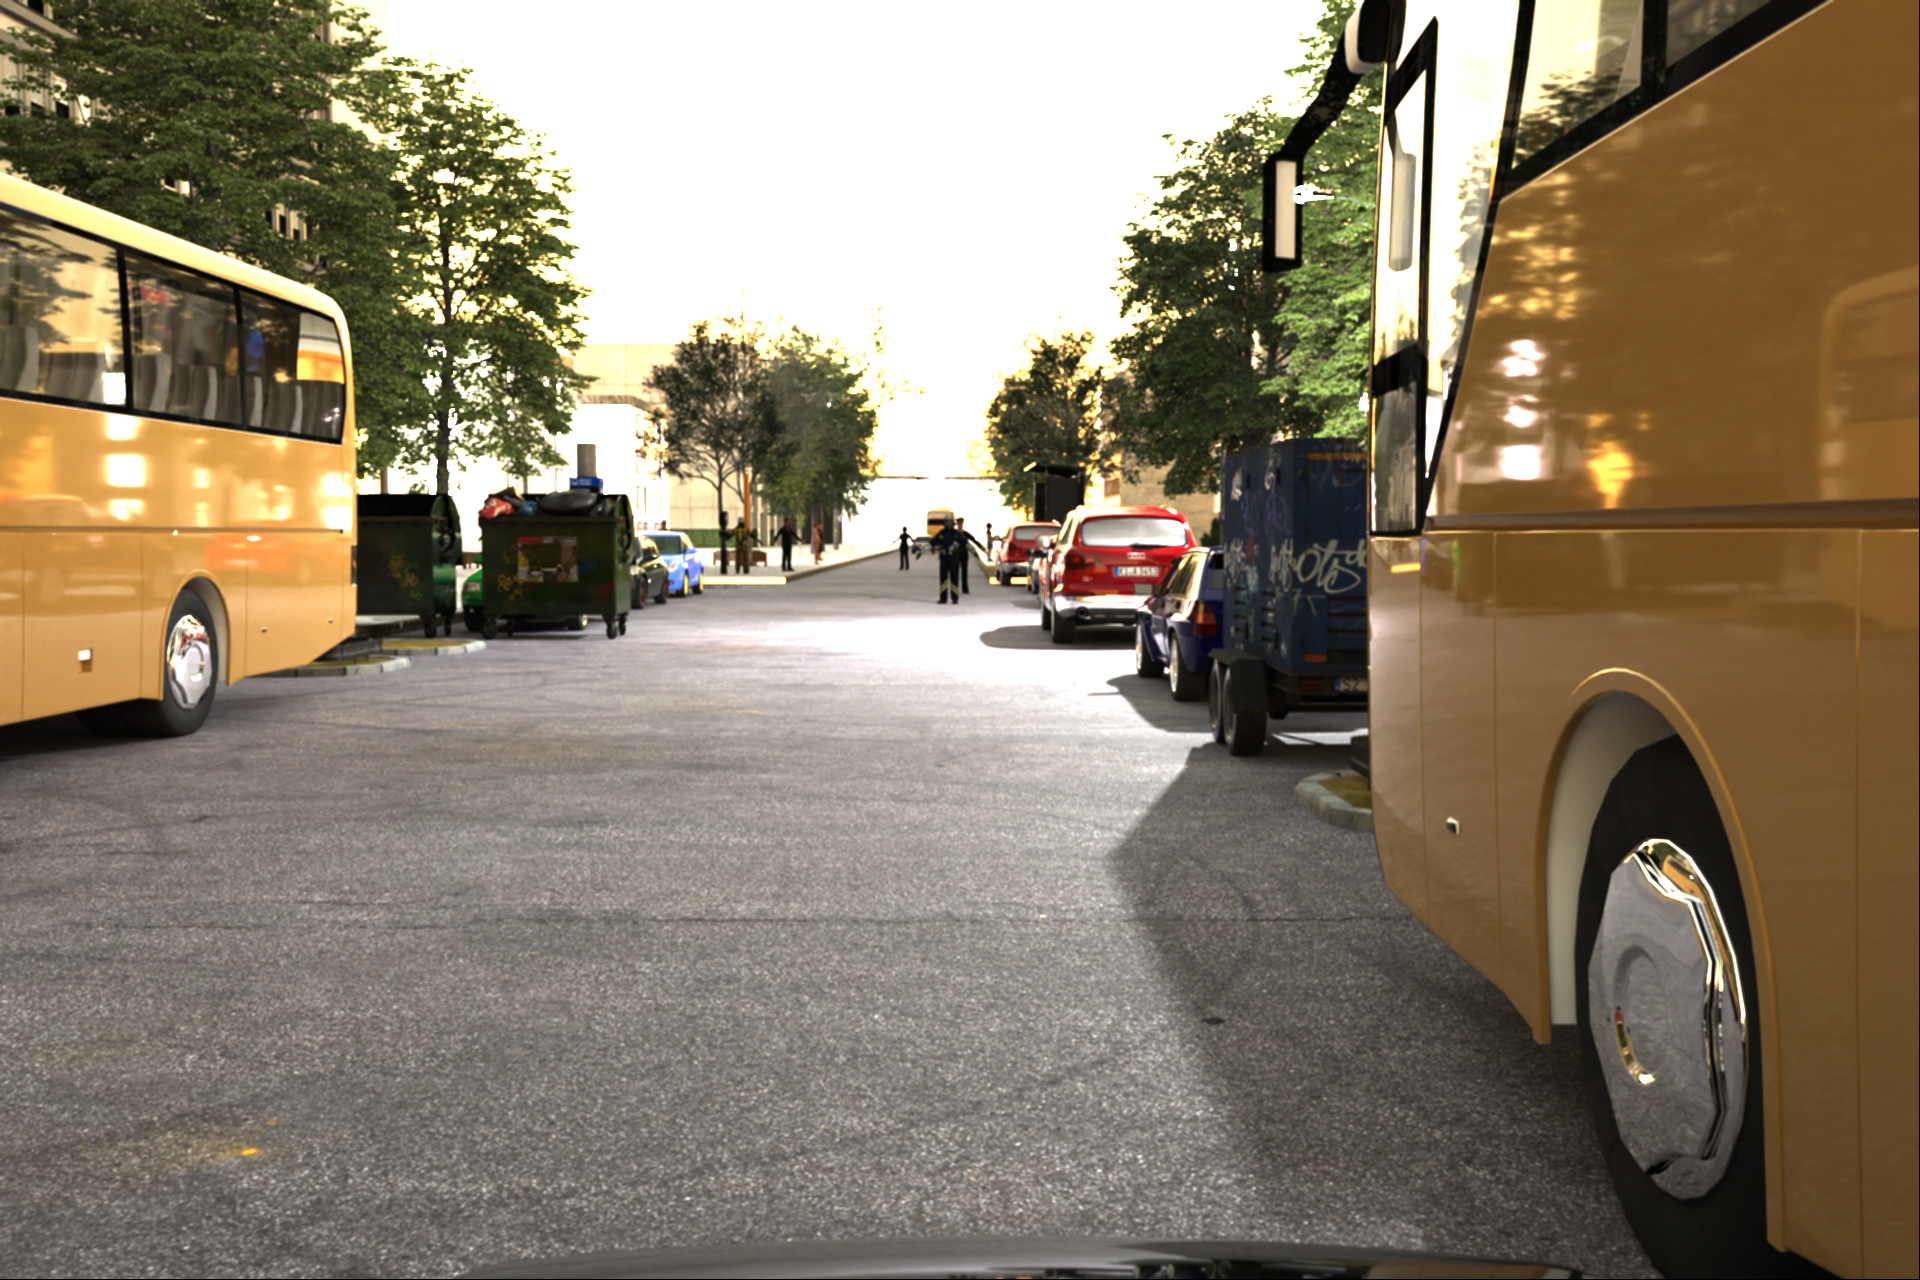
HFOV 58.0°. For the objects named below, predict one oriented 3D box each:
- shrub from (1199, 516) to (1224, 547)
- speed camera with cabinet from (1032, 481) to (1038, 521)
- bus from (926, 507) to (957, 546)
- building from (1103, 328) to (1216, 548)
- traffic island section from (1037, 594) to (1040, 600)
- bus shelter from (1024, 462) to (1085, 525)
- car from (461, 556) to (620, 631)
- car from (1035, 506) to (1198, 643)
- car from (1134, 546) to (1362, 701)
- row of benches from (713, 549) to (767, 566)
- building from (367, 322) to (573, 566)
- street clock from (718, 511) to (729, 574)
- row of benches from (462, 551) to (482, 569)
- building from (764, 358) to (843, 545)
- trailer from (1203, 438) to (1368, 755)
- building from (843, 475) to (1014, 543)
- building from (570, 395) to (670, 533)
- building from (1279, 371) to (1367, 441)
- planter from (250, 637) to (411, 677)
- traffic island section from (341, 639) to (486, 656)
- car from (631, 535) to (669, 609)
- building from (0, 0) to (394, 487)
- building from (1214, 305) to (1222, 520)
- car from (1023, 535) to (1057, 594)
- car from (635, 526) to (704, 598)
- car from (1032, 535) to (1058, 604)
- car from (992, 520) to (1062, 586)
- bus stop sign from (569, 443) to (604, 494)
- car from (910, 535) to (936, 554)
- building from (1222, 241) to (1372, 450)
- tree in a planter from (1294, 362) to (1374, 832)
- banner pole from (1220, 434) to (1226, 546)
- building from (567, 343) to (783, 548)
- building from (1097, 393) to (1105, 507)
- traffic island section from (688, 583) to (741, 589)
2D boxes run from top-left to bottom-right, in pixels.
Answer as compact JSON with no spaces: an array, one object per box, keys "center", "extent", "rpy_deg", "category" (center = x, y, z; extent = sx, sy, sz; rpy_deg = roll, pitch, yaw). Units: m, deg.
[{"center":[10.515,-4.046,70.199],"extent":[1.661,2.075,1.752],"rpy_deg":[0,3,0],"category":"shrub"},{"center":[3.034,-4.276,64.250],"extent":[0.660,3.252,2.038],"rpy_deg":[0,4,1],"category":"speed camera with cabinet"},{"center":[-1.689,-10.158,157.637],"extent":[2.896,3.916,12.252],"rpy_deg":[0,4,0],"category":"bus"},{"center":[24.447,-20.928,173.107],"extent":[19.493,23.208,18.063],"rpy_deg":[0,4,0],"category":"building"},{"center":[2.710,-0.941,38.248],"extent":[1.991,0.108,1.994],"rpy_deg":[0,4,0],"category":"traffic island section"},{"center":[3.259,-4.193,59.837],"extent":[1.731,3.624,6.357],"rpy_deg":[0,4,-1],"category":"bus shelter"},{"center":[-6.471,-1.122,27.140],"extent":[1.959,1.807,4.718],"rpy_deg":[0,4,-1],"category":"car"},{"center":[2.218,-0.953,24.252],"extent":[2.281,1.827,5.304],"rpy_deg":[0,4,0],"category":"car"},{"center":[2.660,-0.221,16.202],"extent":[1.945,1.354,3.894],"rpy_deg":[0,4,-1],"category":"car"},{"center":[-8.927,-3.358,70.360],"extent":[1.422,0.672,4.104],"rpy_deg":[-2,4,-31],"category":"row of benches"},{"center":[-23.019,-8.606,82.862],"extent":[9.099,9.664,28.070],"rpy_deg":[0,4,0],"category":"building"},{"center":[-7.538,-3.099,55.233],"extent":[0.358,2.002,0.471],"rpy_deg":[0,4,1],"category":"street clock"},{"center":[-18.025,-3.047,65.275],"extent":[1.422,0.672,4.104],"rpy_deg":[1,4,12],"category":"row of benches"},{"center":[-29.627,-22.859,217.716],"extent":[27.936,21.610,32.646],"rpy_deg":[0,4,0],"category":"building"},{"center":[2.450,-0.317,12.231],"extent":[1.471,1.999,3.904],"rpy_deg":[0,3,0],"category":"trailer"},{"center":[-6.281,-18.420,245.772],"extent":[28.070,9.664,9.099],"rpy_deg":[0,4,2],"category":"building"},{"center":[-24.373,-10.792,118.591],"extent":[9.099,9.664,28.070],"rpy_deg":[0,4,0],"category":"building"},{"center":[22.305,-8.671,83.916],"extent":[9.099,9.664,28.070],"rpy_deg":[0,4,0],"category":"building"},{"center":[-6.956,0.173,18.314],"extent":[1.991,0.319,1.994],"rpy_deg":[0,4,1],"category":"planter"},{"center":[-6.945,0.097,21.276],"extent":[1.991,0.108,1.994],"rpy_deg":[0,4,0],"category":"traffic island section"},{"center":[-6.884,-1.496,34.248],"extent":[2.009,1.686,4.222],"rpy_deg":[0,4,0],"category":"car"},{"center":[-29.438,-14.255,40.671],"extent":[19.016,26.051,41.698],"rpy_deg":[0,4,1],"category":"building"},{"center":[24.813,-16.887,132.522],"extent":[16.016,20.090,11.380],"rpy_deg":[0,3,0],"category":"building"},{"center":[2.583,-1.869,42.566],"extent":[2.014,1.417,4.499],"rpy_deg":[0,4,-1],"category":"car"},{"center":[-7.004,-1.869,40.152],"extent":[1.945,1.707,3.694],"rpy_deg":[0,4,0],"category":"car"},{"center":[2.517,-1.527,34.006],"extent":[2.155,1.783,4.494],"rpy_deg":[0,4,0],"category":"car"},{"center":[2.097,-2.505,49.626],"extent":[2.281,1.827,5.304],"rpy_deg":[0,4,-1],"category":"car"},{"center":[-10.802,-3.743,50.212],"extent":[0.837,3.901,0.837],"rpy_deg":[0,4,0],"category":"bus stop sign"},{"center":[-2.656,-7.002,127.056],"extent":[1.945,1.354,3.894],"rpy_deg":[0,4,0],"category":"car"},{"center":[22.343,-15.688,112.921],"extent":[16.016,20.090,11.380],"rpy_deg":[0,4,0],"category":"building"},{"center":[2.809,-0.716,8.925],"extent":[1.991,3.239,1.994],"rpy_deg":[0,4,-1],"category":"tree in a planter"},{"center":[6.536,-3.243,43.032],"extent":[0.401,3.779,0.863],"rpy_deg":[0,3,0],"category":"banner pole"},{"center":[-27.966,-18.944,176.195],"extent":[16.747,18.905,31.486],"rpy_deg":[0,4,0],"category":"building"},{"center":[23.069,-22.620,226.256],"extent":[16.016,20.090,11.380],"rpy_deg":[0,4,0],"category":"building"},{"center":[-6.925,-1.446,46.516],"extent":[1.991,0.108,1.994],"rpy_deg":[0,3,0],"category":"traffic island section"}]
